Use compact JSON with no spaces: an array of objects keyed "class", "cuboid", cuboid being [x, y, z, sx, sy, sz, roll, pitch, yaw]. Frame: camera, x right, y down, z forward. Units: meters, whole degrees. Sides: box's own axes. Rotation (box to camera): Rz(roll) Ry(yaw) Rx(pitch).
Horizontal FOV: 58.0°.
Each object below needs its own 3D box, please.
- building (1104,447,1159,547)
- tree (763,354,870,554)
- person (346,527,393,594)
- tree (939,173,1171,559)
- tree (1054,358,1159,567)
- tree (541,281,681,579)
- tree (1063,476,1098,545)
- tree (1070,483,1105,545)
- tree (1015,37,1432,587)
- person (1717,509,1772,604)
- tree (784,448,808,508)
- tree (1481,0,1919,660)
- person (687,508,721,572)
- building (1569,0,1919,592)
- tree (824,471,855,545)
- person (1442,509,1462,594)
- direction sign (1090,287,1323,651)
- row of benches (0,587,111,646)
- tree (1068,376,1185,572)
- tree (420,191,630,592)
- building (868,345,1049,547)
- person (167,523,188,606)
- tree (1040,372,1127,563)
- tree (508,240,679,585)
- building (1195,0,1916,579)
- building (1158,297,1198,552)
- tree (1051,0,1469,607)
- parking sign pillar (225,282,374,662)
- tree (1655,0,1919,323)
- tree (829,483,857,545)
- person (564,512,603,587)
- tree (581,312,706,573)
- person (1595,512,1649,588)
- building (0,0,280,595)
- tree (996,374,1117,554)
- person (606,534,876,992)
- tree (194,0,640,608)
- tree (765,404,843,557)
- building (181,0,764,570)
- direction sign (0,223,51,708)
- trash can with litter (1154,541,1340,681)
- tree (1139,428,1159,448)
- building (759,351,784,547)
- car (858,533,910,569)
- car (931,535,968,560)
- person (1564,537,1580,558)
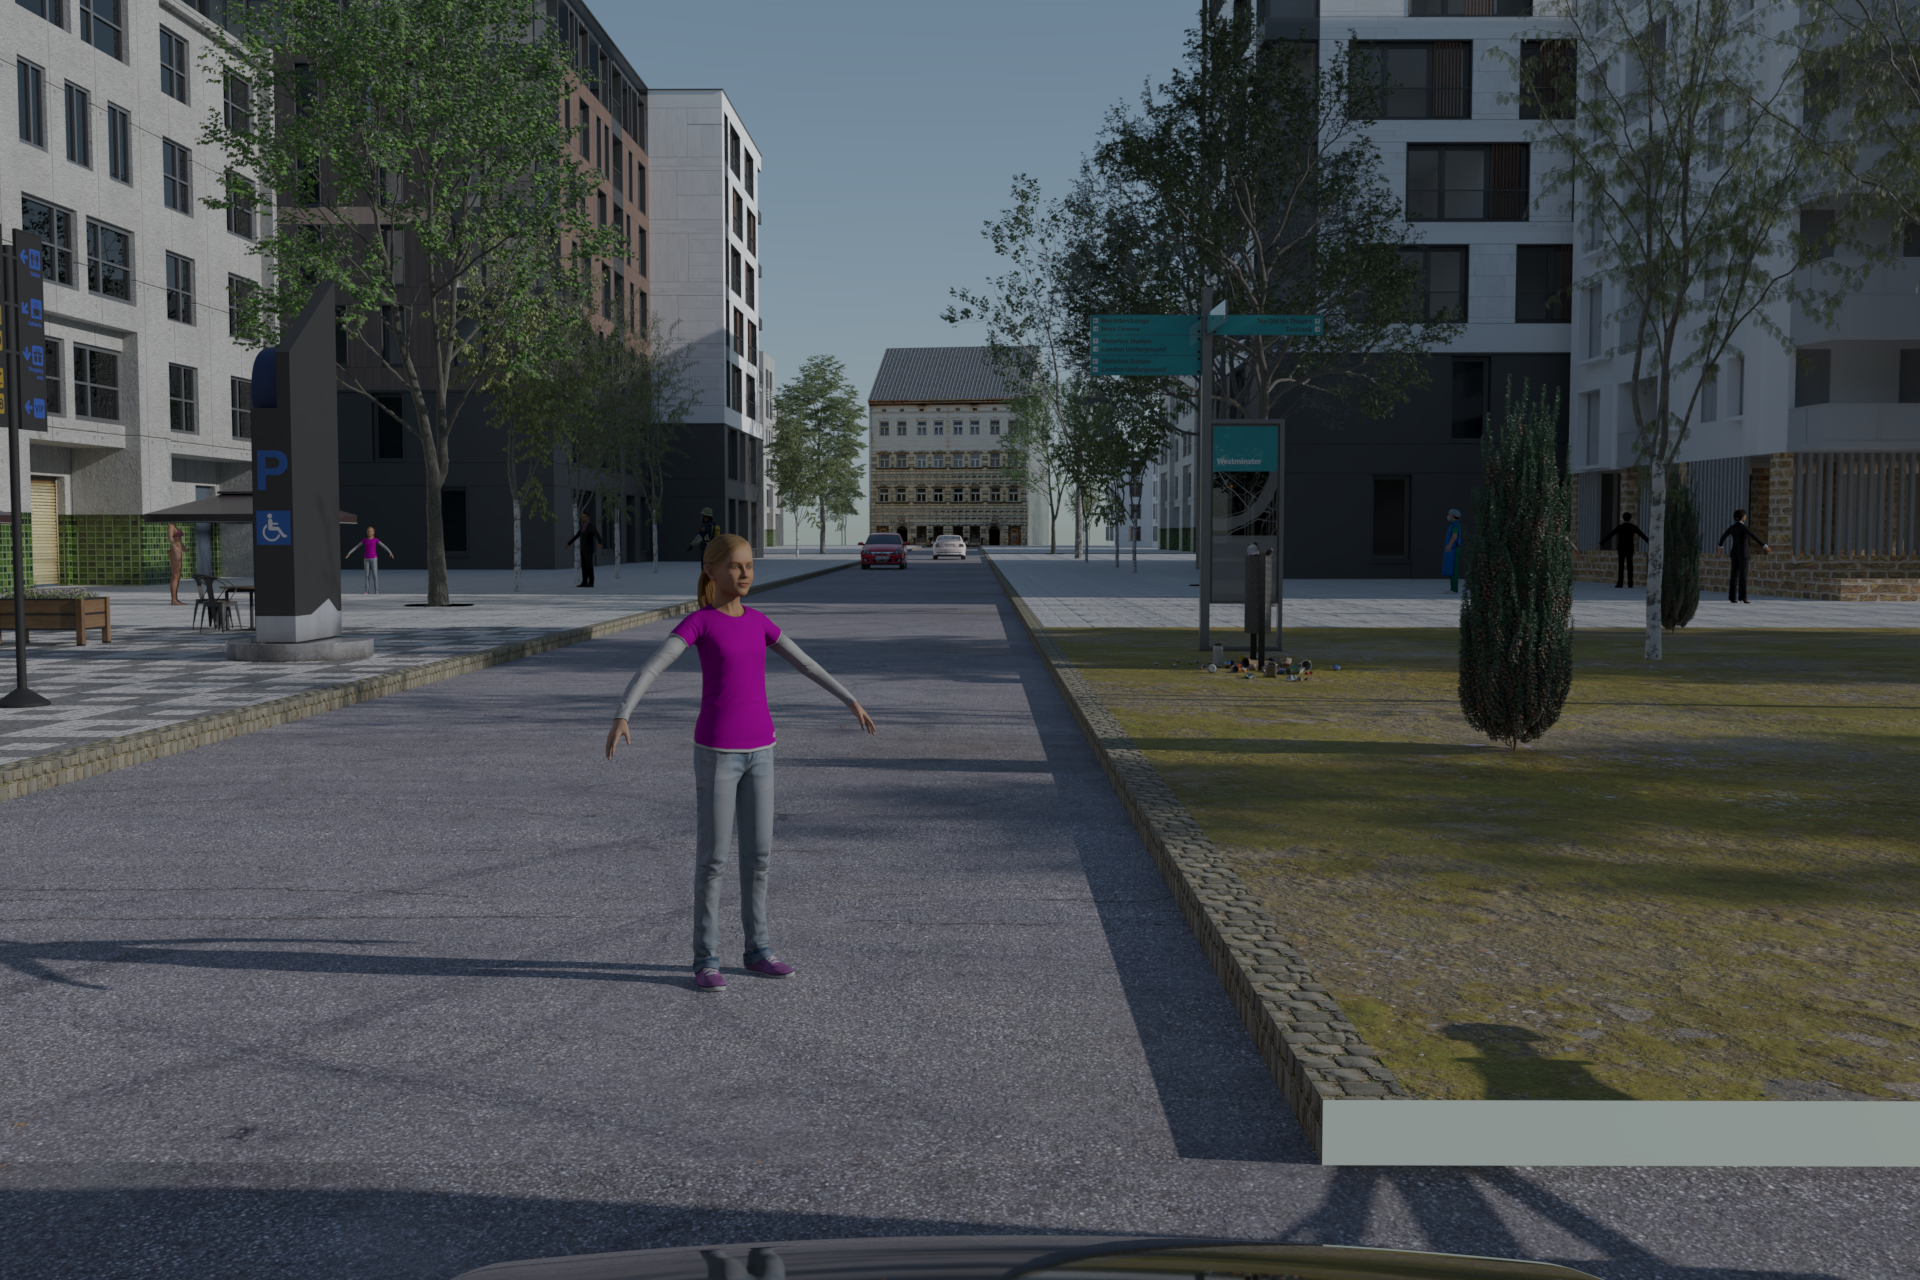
[{"class":"building","cuboid":[20.100,-14.261,175.307,9.099,9.664,28.070,0,4,1]},{"class":"tree","cuboid":[-9.037,-11.712,109.623,7.486,12.596,7.792,0,3,0]},{"class":"person","cuboid":[-12.567,-1.690,36.897,0.991,1.433,0.599,0,4,-4]},{"class":"tree","cuboid":[5.497,-14.395,91.245,12.611,20.169,13.585,0,3,0]},{"class":"tree","cuboid":[5.863,-7.119,66.753,4.737,8.622,4.395,0,3,0]},{"class":"tree","cuboid":[-9.629,-6.074,49.679,4.360,8.622,3.978,0,3,0]},{"class":"tree","cuboid":[14.062,-15.242,199.571,4.737,8.622,4.395,0,3,0]},{"class":"tree","cuboid":[14.364,-14.965,195.043,4.737,8.622,4.395,0,3,0]},{"class":"tree","cuboid":[6.344,-8.059,42.128,12.009,13.543,11.850,0,3,0]},{"class":"person","cuboid":[14.473,-1.547,32.020,0.721,1.740,1.216,-1,4,-22]},{"class":"tree","cuboid":[-21.865,-17.514,196.716,12.009,13.543,11.850,0,3,0]},{"class":"tree","cuboid":[6.865,-4.106,17.500,4.360,8.622,3.978,0,3,0]},{"class":"person","cuboid":[-5.546,-1.965,37.908,0.705,1.856,1.354,1,4,20]},{"class":"building","cuboid":[21.666,-11.541,45.121,16.016,20.090,11.380,0,3,0]},{"class":"tree","cuboid":[-13.525,-14.951,194.802,4.737,8.622,4.395,0,3,0]},{"class":"person","cuboid":[10.540,-1.895,37.108,0.704,1.817,1.347,1,4,17]},{"class":"direction sign","cuboid":[2.685,-1.808,18.328,2.525,3.948,1.411,0,4,-1]},{"class":"row of benches","cuboid":[-11.898,-0.287,20.152,4.104,0.672,1.422,0,4,2]},{"class":"tree","cuboid":[5.805,-6.590,58.104,4.737,8.622,4.395,0,3,0]},{"class":"tree","cuboid":[-9.527,-5.363,38.049,4.737,8.622,4.395,0,3,0]},{"class":"building","cuboid":[0.284,-22.534,201.823,18.063,23.208,19.493,1,4,10]},{"class":"person","cuboid":[-14.045,-1.491,31.189,0.721,1.733,1.217,-1,4,-17]},{"class":"tree","cuboid":[5.657,-7.767,77.346,4.737,8.622,4.395,0,3,0]},{"class":"tree","cuboid":[-9.882,-5.726,43.985,4.360,8.622,3.978,0,3,0]},{"class":"building","cuboid":[22.556,-13.509,64.846,27.936,21.610,32.646,0,4,0]},{"class":"building","cuboid":[24.763,-16.034,128.616,16.747,18.905,31.486,0,4,1]},{"class":"tree","cuboid":[5.087,-5.860,30.218,7.601,10.594,8.767,0,4,2]},{"class":"parking sign pillar","cuboid":[-6.876,-1.803,17.946,1.447,3.967,1.447,0,3,0]},{"class":"tree","cuboid":[7.942,-3.798,12.454,4.360,8.622,3.978,0,3,0]},{"class":"tree","cuboid":[-13.177,-15.387,201.939,4.360,8.622,3.978,0,3,0]},{"class":"person","cuboid":[-9.007,-2.169,41.687,1.346,1.802,0.704,3,4,38]},{"class":"tree","cuboid":[-9.780,-6.503,56.682,4.360,8.622,3.978,0,3,0]},{"class":"person","cuboid":[15.843,-2.143,41.229,1.347,1.806,0.705,0,4,4]},{"class":"building","cuboid":[-28.656,-10.353,35.732,16.747,18.905,31.486,0,3,0]},{"class":"tree","cuboid":[6.034,-11.219,109.189,9.928,11.665,9.643,0,3,0]},{"class":"person","cuboid":[-0.689,0.380,5.505,0.991,1.433,0.599,-3,5,-40]},{"class":"tree","cuboid":[-9.330,-6.406,30.500,9.928,11.665,9.643,0,3,0]},{"class":"tree","cuboid":[-9.035,-9.018,97.812,4.737,8.622,4.395,0,3,0]},{"class":"building","cuboid":[-24.830,-14.304,77.851,27.936,21.610,32.646,0,4,1]},{"class":"direction sign","cuboid":[-6.996,-1.273,12.819,0.379,3.537,0.876,0,4,1]},{"class":"trash can with litter","cuboid":[2.725,-0.310,16.119,1.678,1.210,2.233,0,4,1]},{"class":"tree","cuboid":[22.930,-17.581,197.824,12.009,13.543,11.850,0,3,0]},{"class":"building","cuboid":[-27.329,-18.424,167.689,16.747,18.905,31.486,0,4,1]},{"class":"car","cuboid":[-3.114,-3.815,71.410,2.155,1.783,4.494,0,3,0]},{"class":"car","cuboid":[-0.601,-5.232,97.898,2.083,1.381,4.827,0,4,0]},{"class":"person","cuboid":[9.162,-1.311,27.566,1.348,1.813,0.705,1,4,14]}]
